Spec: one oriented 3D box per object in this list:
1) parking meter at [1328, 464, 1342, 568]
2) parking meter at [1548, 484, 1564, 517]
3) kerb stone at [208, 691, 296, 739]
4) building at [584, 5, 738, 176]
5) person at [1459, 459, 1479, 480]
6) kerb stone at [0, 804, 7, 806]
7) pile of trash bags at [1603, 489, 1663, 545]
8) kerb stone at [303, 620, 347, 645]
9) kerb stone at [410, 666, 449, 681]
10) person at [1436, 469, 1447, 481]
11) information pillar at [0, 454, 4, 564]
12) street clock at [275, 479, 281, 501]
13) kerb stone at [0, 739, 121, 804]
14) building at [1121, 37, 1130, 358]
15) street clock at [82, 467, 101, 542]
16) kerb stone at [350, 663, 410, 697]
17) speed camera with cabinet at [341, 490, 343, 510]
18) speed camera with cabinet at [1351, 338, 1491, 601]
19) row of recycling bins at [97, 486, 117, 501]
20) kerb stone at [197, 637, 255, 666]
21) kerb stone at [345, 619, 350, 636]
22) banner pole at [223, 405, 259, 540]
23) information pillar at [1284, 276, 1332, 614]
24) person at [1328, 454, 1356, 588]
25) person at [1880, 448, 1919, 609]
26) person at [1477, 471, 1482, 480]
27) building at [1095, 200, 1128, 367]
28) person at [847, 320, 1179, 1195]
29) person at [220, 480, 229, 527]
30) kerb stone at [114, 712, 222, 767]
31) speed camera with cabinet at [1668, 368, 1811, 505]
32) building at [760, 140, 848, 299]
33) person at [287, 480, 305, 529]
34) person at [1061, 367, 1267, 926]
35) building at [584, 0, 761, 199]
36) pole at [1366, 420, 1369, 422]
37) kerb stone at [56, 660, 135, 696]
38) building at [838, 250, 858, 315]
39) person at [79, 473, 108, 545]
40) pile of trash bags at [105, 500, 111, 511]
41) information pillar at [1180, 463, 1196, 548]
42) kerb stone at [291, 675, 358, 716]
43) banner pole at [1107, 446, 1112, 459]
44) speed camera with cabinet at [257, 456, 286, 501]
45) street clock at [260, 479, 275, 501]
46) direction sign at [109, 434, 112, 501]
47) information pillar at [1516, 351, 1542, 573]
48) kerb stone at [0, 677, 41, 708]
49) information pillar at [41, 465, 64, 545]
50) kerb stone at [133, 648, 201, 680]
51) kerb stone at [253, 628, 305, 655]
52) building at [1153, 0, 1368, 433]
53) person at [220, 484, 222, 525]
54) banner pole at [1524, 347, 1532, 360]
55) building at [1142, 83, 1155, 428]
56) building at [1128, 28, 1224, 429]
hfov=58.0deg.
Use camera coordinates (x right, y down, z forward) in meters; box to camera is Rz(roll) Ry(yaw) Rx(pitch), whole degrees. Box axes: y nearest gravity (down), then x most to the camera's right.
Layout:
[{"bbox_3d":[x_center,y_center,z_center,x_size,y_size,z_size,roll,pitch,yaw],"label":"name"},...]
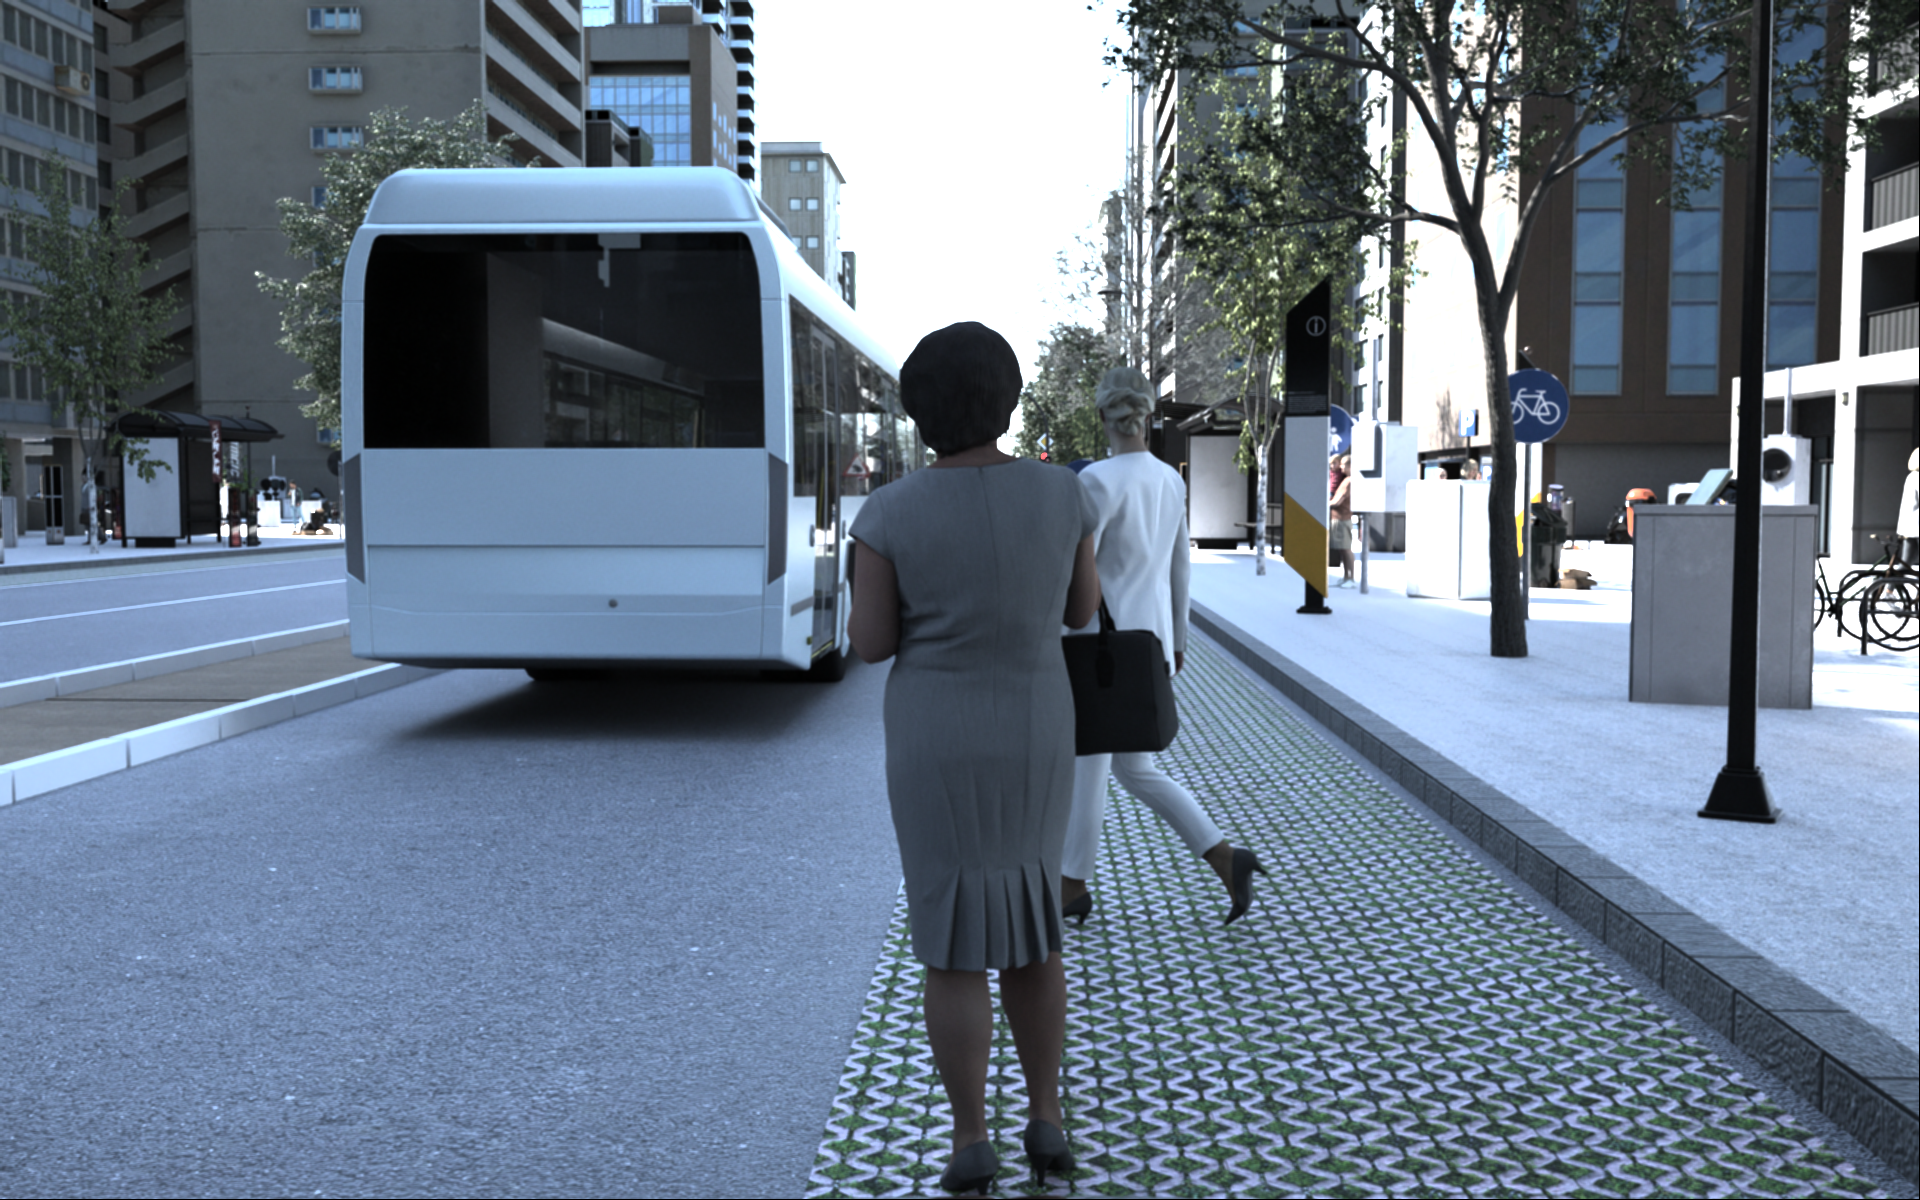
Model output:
[{"bbox_3d":[6.508,-1.502,30.276,0.399,1.863,0.255,0,4,5],"label":"parking meter"},{"bbox_3d":[15.272,-2.203,44.425,0.372,1.533,0.369,0,3,0],"label":"parking meter"},{"bbox_3d":[-4.363,0.709,10.631,0.120,0.150,1.000,0,4,2],"label":"kerb stone"},{"bbox_3d":[-28.973,-31.419,163.814,14.600,45.320,14.200,0,4,2],"label":"building"},{"bbox_3d":[7.697,-1.211,26.023,0.709,1.800,0.728,-1,4,-16],"label":"person"},{"bbox_3d":[-4.476,0.897,7.537,0.120,0.150,1.000,0,4,2],"label":"kerb stone"},{"bbox_3d":[18.116,-2.101,44.109,3.447,1.369,1.912,-2,4,-34],"label":"pile of trash bags"},{"bbox_3d":[-6.231,0.334,16.803,0.120,0.150,1.000,0,4,2],"label":"kerb stone"},{"bbox_3d":[-4.247,0.520,13.699,0.120,0.150,1.000,0,4,2],"label":"kerb stone"},{"bbox_3d":[9.209,-1.645,33.432,0.782,1.767,0.515,-1,4,-21],"label":"person"},{"bbox_3d":[-17.756,-1.663,31.690,0.304,2.012,0.304,1,4,13],"label":"information pillar"},{"bbox_3d":[-32.793,-4.796,82.987,0.471,2.002,0.358,-3,5,-42],"label":"street clock"},{"bbox_3d":[-4.443,0.833,8.569,0.120,0.150,1.000,0,4,2],"label":"kerb stone"},{"bbox_3d":[34.011,-58.480,268.826,22.319,86.520,31.000,0,4,2],"label":"building"},{"bbox_3d":[-23.228,-2.556,46.367,0.471,2.002,0.358,2,4,26],"label":"street clock"},{"bbox_3d":[-4.280,0.586,12.674,0.120,0.150,1.000,0,4,2],"label":"kerb stone"},{"bbox_3d":[-25.304,-4.843,73.520,2.038,3.252,0.660,0,4,7],"label":"speed camera with cabinet"},{"bbox_3d":[5.759,-1.668,21.604,0.660,3.252,2.038,-2,4,-27],"label":"speed camera with cabinet"},{"bbox_3d":[-69.541,-8.219,141.496,3.534,1.692,1.069,2,4,34],"label":"row of recycling bins"},{"bbox_3d":[-6.310,0.455,14.752,0.120,0.150,1.000,0,4,2],"label":"kerb stone"},{"bbox_3d":[-6.190,0.267,17.831,0.120,0.150,1.000,0,4,2],"label":"kerb stone"},{"bbox_3d":[-20.227,-3.590,48.720,0.863,3.779,0.401,-2,4,-35],"label":"banner pole"},{"bbox_3d":[3.738,-1.664,18.562,0.504,3.616,0.183,2,4,25],"label":"information pillar"},{"bbox_3d":[5.246,-1.085,23.764,0.580,1.828,0.573,3,5,43],"label":"person"},{"bbox_3d":[10.587,-0.792,19.183,0.728,1.800,0.709,1,4,13],"label":"person"},{"bbox_3d":[12.747,-2.249,42.732,0.656,1.842,0.836,-3,5,-42],"label":"person"},{"bbox_3d":[38.187,-43.405,298.910,28.713,52.752,27.495,0,4,2],"label":"building"},{"bbox_3d":[0.102,0.321,3.612,0.716,1.782,0.532,-1,4,-14],"label":"person"},{"bbox_3d":[-28.552,-3.771,67.577,0.818,1.842,0.514,1,4,14],"label":"person"},{"bbox_3d":[-4.399,0.770,9.602,0.120,0.150,1.000,0,4,2],"label":"kerb stone"},{"bbox_3d":[12.427,-2.039,27.676,0.660,3.252,2.038,-3,5,-40],"label":"speed camera with cabinet"},{"bbox_3d":[-32.276,-41.139,261.860,28.713,52.752,27.495,0,4,2],"label":"building"},{"bbox_3d":[-24.253,-3.477,63.244,0.623,1.781,0.721,0,4,5],"label":"person"},{"bbox_3d":[0.580,0.168,5.624,0.818,1.842,0.514,1,4,21],"label":"person"},{"bbox_3d":[-32.404,-53.370,185.263,22.319,86.520,31.000,0,4,2],"label":"building"},{"bbox_3d":[11.334,-3.316,48.052,0.158,3.312,0.155,0,3,0],"label":"pole"},{"bbox_3d":[-6.382,0.581,12.699,0.120,0.150,1.000,0,4,2],"label":"kerb stone"},{"bbox_3d":[-24.324,-36.641,282.672,14.154,41.232,14.086,0,4,2],"label":"building"},{"bbox_3d":[-22.125,-2.312,43.973,0.709,1.813,0.853,2,4,24],"label":"person"},{"bbox_3d":[-63.122,-7.401,130.753,3.447,1.369,1.912,-2,4,-31],"label":"pile of trash bags"},{"bbox_3d":[5.451,-2.255,41.357,0.304,2.012,0.304,2,4,29],"label":"information pillar"},{"bbox_3d":[-4.323,0.652,11.653,0.120,0.150,1.000,0,4,2],"label":"kerb stone"},{"bbox_3d":[7.004,-5.444,79.033,0.863,3.779,0.401,-2,4,-30],"label":"banner pole"},{"bbox_3d":[-35.259,-5.757,88.469,0.660,3.252,2.038,1,4,12],"label":"speed camera with cabinet"},{"bbox_3d":[-32.937,-4.750,82.228,0.471,2.002,0.358,-2,4,-33],"label":"street clock"},{"bbox_3d":[-32.214,-4.508,65.706,0.379,3.537,0.876,-2,4,-24],"label":"direction sign"},{"bbox_3d":[9.263,-2.255,28.220,0.183,3.616,0.504,-2,4,-26],"label":"information pillar"},{"bbox_3d":[-6.426,0.644,11.659,0.120,0.150,1.000,0,4,2],"label":"kerb stone"},{"bbox_3d":[-22.838,-2.396,43.664,0.304,2.012,0.304,2,4,28],"label":"information pillar"},{"bbox_3d":[-6.337,0.518,13.723,0.120,0.150,1.000,0,4,2],"label":"kerb stone"},{"bbox_3d":[-6.264,0.393,15.778,0.120,0.150,1.000,0,4,2],"label":"kerb stone"},{"bbox_3d":[26.509,-31.215,134.062,21.300,48.544,21.600,0,4,2],"label":"building"},{"bbox_3d":[-29.948,-3.907,70.097,0.537,1.800,0.526,-3,5,-41],"label":"person"},{"bbox_3d":[9.698,-2.432,29.777,0.401,3.779,0.863,1,4,9],"label":"banner pole"},{"bbox_3d":[26.937,-32.741,185.433,14.600,45.320,14.200,0,4,2],"label":"building"},{"bbox_3d":[30.623,-40.616,206.071,21.231,58.520,28.212,0,4,2],"label":"building"}]
